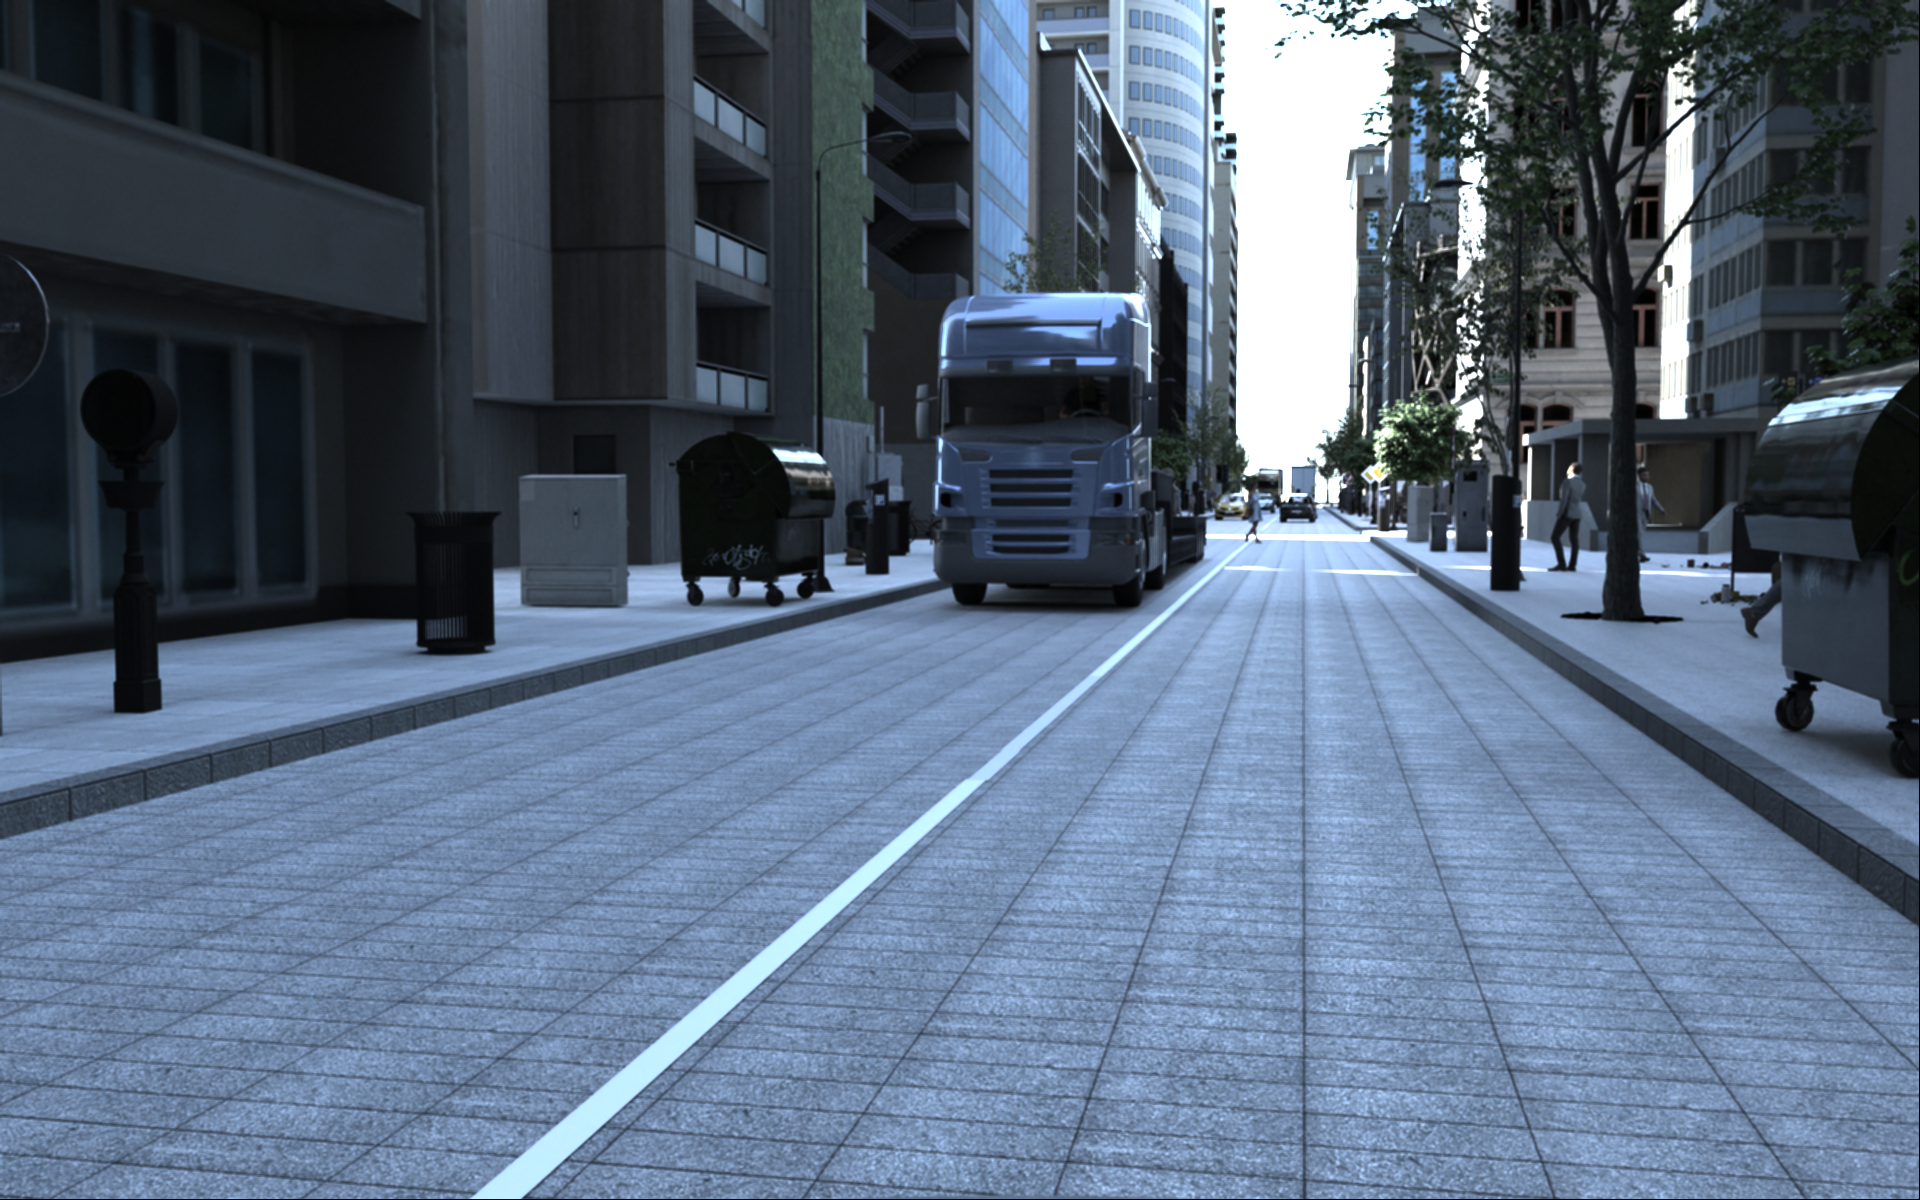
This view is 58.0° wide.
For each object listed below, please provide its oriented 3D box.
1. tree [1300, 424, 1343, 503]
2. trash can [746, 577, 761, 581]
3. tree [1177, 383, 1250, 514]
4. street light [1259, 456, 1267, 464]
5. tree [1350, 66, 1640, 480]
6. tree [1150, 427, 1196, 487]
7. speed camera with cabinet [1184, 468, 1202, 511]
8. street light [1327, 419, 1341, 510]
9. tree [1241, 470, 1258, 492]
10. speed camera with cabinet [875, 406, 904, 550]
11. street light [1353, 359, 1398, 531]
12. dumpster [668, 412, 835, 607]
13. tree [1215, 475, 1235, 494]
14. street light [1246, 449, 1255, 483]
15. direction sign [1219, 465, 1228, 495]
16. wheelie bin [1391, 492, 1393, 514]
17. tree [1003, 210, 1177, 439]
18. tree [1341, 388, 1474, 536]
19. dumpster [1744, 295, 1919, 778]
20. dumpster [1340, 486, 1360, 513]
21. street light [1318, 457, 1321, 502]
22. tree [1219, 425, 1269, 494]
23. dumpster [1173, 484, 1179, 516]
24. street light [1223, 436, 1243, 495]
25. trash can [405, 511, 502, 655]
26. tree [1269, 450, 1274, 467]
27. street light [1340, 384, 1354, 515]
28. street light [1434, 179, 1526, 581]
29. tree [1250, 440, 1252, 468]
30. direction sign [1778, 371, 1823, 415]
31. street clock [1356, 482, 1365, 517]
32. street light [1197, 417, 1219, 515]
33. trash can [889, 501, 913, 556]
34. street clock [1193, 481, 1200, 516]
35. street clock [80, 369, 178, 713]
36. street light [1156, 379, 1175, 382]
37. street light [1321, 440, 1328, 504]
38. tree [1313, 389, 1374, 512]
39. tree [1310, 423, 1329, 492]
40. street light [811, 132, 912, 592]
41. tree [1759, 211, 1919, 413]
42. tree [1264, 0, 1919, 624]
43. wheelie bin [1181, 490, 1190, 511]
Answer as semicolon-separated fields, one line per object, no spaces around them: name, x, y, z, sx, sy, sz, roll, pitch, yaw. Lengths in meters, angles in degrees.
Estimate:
tree;47.214;-17.688;223.608;7.601;10.594;8.767;-1;4;-18
trash can;-2.956;-0.858;25.679;0.748;1.137;0.748;0;3;0
tree;15.888;-9.984;113.601;4.737;8.622;4.395;0;3;0
street light;39.088;-15.536;226.560;1.470;5.913;1.316;1;4;11
tree;8.865;-4.791;28.703;4.360;8.622;3.978;0;3;0
tree;9.784;-6.157;84.388;4.285;4.588;4.351;0;3;0
speed camera with cabinet;17.310;-8.209;128.553;0.660;3.252;2.038;-1;4;-16
street light;23.751;-8.251;107.440;1.470;5.913;1.316;1;4;11
tree;39.908;-15.486;236.907;4.285;4.588;4.351;0;3;0
speed camera with cabinet;-1.557;-2.703;38.527;0.660;3.252;2.038;0;4;-3
street light;14.411;-5.325;59.604;1.470;5.913;1.316;1;4;11
dumpster;-2.452;-1.102;20.516;1.502;2.255;1.985;1;4;11
tree;23.371;-9.726;153.623;1.663;3.219;1.824;0;3;0
street light;29.788;-12.640;179.204;1.470;5.913;1.316;1;4;11
direction sign;20.677;-8.824;136.271;0.876;3.537;0.379;3;4;37
wheelie bin;26.074;-6.003;106.059;0.693;1.594;0.980;-2;4;-30
tree;2.796;-5.851;46.026;4.737;8.622;4.395;0;3;0
tree;14.288;-4.281;53.700;4.285;4.588;4.351;0;3;0
dumpster;4.859;-0.364;8.446;1.502;2.255;1.985;1;4;11
dumpster;26.182;-6.757;116.234;1.264;1.857;1.865;1;4;11
street light;38.803;-12.885;183.205;1.470;5.913;1.316;1;4;11
tree;28.275;-13.792;175.859;4.360;8.622;3.978;0;3;0
dumpster;9.457;-4.561;80.336;1.264;1.857;1.865;1;4;11
street light;22.973;-10.570;145.363;1.470;5.913;1.316;1;4;11
trash can;-4.084;-0.144;14.010;0.748;1.137;0.748;0;3;0
tree;46.286;-19.301;265.938;4.360;8.622;3.978;0;3;0
street light;17.018;-6.168;73.394;1.470;5.913;1.316;1;4;11
street light;7.676;-3.245;25.591;1.470;5.913;1.316;1;4;11
tree;25.116;-12.939;161.918;4.737;8.622;4.395;0;3;0
direction sign;15.480;-2.444;31.959;0.876;3.537;0.379;0;4;-8
street clock;22.567;-5.695;97.675;0.471;2.002;0.358;1;4;18
street light;14.814;-8.036;103.931;1.470;5.913;1.316;1;4;11
trash can;-1.355;-1.501;36.202;0.748;1.137;0.748;0;3;0
street clock;13.472;-5.768;98.874;0.358;2.002;0.471;-1;4;-15
street clock;-4.855;-0.343;10.172;0.471;2.002;0.358;0;4;6
street light;7.953;-5.959;69.974;1.470;5.913;1.316;1;4;11
street light;32.056;-10.784;148.867;1.470;5.913;1.316;1;4;11
tree;26.921;-10.414;120.637;4.737;8.622;4.395;0;3;0
tree;36.093;-13.064;163.952;4.360;8.622;3.978;0;3;0
street light;-1.310;-3.055;22.497;1.470;5.913;1.316;1;4;11
tree;6.442;-1.066;12.027;1.663;3.219;1.824;0;3;0
tree;6.612;-5.606;17.407;9.928;11.665;9.643;0;3;0
wheelie bin;17.159;-7.567;131.633;0.980;1.594;0.693;3;5;39
